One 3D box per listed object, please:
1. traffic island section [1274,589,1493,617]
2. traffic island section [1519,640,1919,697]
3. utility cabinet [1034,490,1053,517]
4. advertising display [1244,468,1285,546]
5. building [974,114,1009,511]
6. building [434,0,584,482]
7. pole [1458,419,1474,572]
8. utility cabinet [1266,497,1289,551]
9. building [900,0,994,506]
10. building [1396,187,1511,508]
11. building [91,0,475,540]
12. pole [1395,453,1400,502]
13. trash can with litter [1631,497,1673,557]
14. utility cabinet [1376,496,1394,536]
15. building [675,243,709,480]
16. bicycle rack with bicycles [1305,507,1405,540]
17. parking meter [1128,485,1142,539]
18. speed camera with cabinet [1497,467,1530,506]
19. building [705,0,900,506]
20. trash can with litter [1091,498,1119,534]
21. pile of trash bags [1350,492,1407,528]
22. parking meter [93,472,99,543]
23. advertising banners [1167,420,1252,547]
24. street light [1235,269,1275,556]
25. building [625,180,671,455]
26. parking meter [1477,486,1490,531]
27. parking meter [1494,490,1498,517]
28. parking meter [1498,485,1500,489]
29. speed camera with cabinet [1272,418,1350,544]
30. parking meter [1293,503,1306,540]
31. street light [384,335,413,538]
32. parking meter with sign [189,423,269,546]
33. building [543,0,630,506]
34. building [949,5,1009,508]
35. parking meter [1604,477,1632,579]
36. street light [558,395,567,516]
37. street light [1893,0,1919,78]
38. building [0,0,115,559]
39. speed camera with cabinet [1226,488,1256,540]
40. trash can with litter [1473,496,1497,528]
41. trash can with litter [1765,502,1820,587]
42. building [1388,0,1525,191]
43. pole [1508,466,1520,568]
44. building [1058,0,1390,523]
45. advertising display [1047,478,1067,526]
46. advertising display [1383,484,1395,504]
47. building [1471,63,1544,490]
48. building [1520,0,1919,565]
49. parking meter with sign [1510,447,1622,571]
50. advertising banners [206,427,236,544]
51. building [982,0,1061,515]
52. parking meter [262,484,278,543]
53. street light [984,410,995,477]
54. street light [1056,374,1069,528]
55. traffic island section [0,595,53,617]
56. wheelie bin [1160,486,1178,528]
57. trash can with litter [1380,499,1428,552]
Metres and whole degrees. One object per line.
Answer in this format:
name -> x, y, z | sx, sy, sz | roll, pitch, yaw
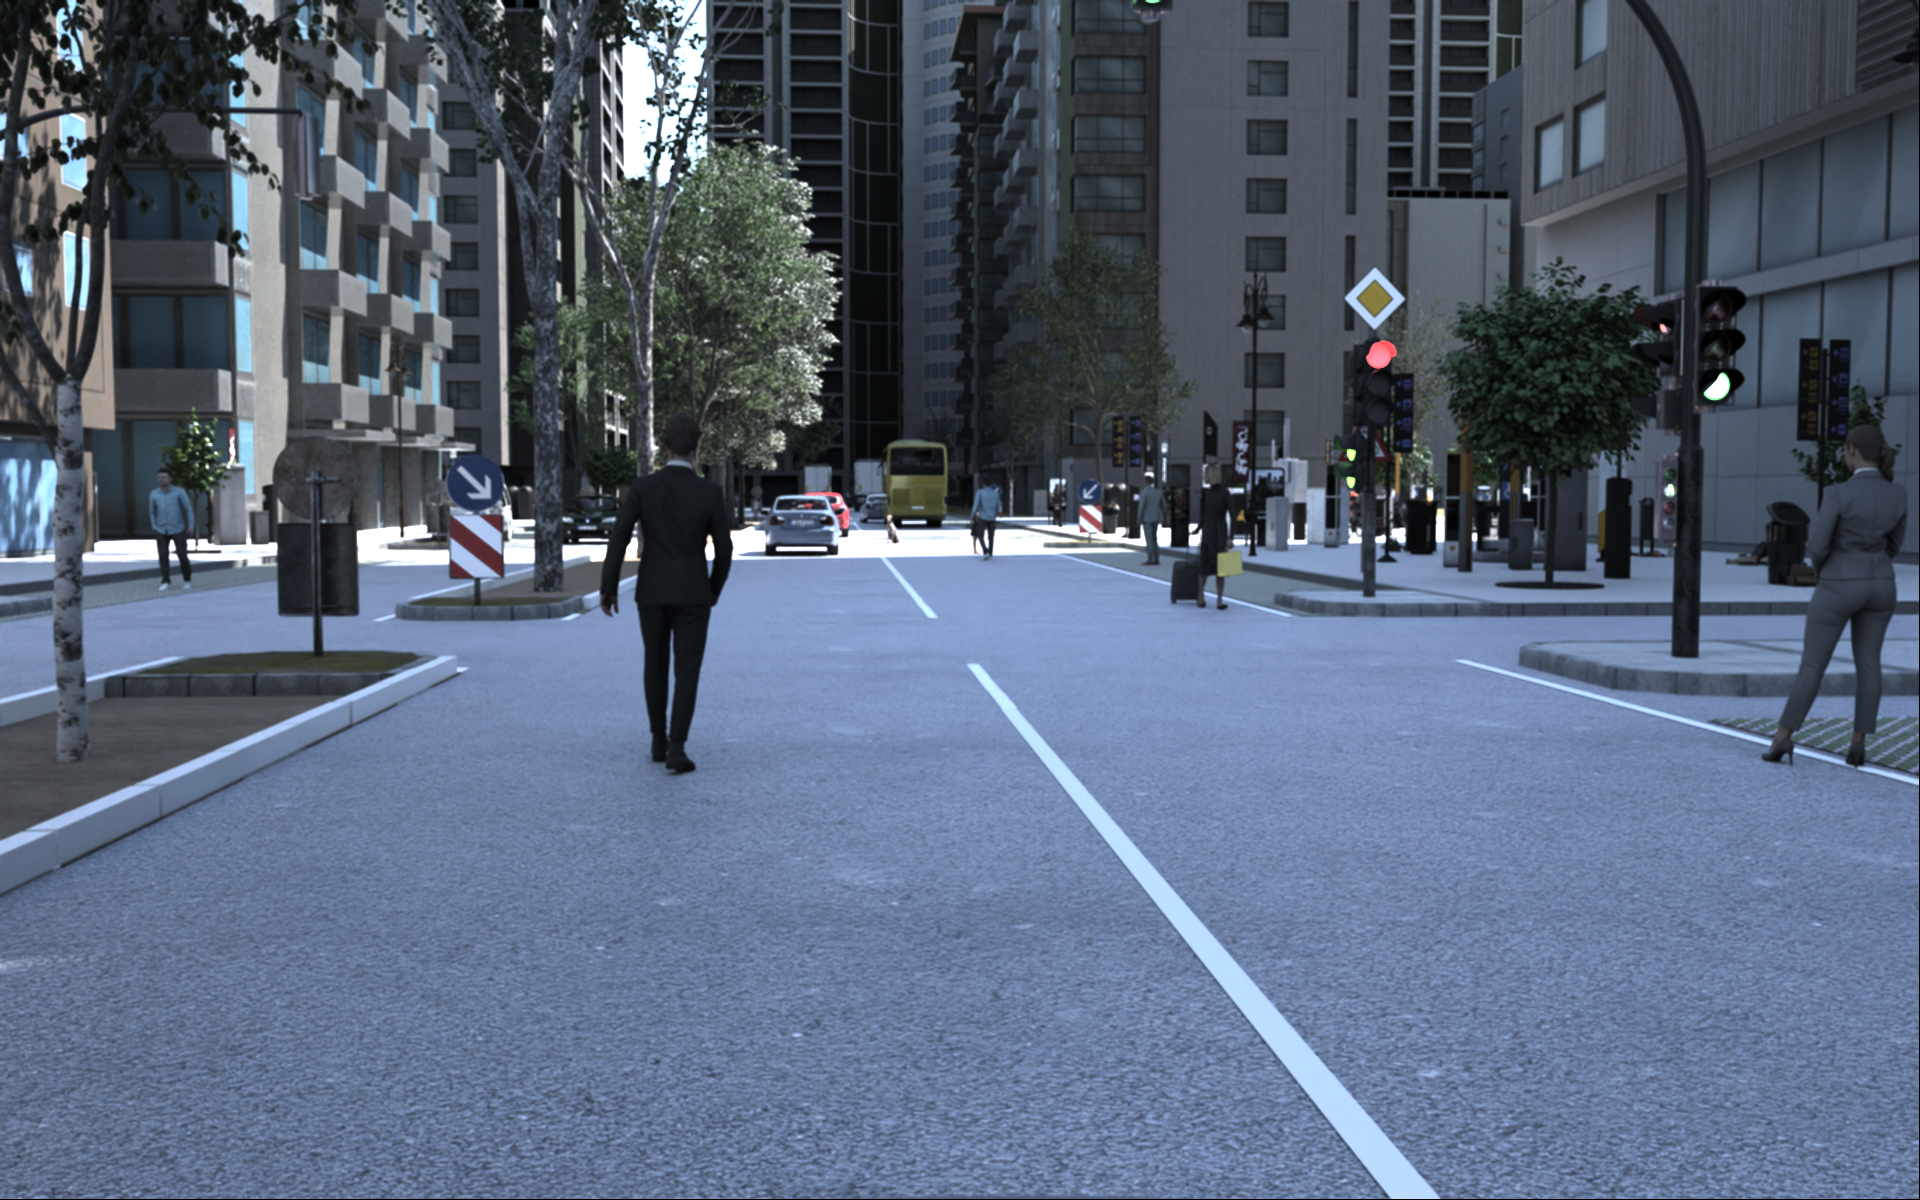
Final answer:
traffic island section -> 5.134, 0.039, 21.646 | 2.009, 0.180, 2.903 | 0, 4, -4
traffic island section -> 5.731, 0.526, 13.683 | 2.009, 0.180, 2.903 | 0, 4, -4
utility cabinet -> 4.693, -5.335, 95.899 | 1.173, 1.500, 0.318 | -1, 4, -16
advertising display -> 7.439, -2.273, 42.376 | 0.974, 1.923, 0.123 | 0, 4, 2
building -> 7.895, -22.245, 135.406 | 14.160, 30.474, 14.107 | 0, 4, -4
building -> -29.922, -20.156, 101.248 | 14.160, 30.474, 14.107 | 0, 4, -4
pole -> 8.326, -2.117, 28.452 | 0.158, 3.312, 0.155 | 0, 3, 0
utility cabinet -> 7.198, -1.726, 39.379 | 0.306, 1.237, 1.020 | 0, 4, -3
building -> 7.518, -39.764, 192.143 | 28.212, 58.520, 21.231 | 0, 4, -4
building -> 43.411, -24.162, 166.757 | 14.107, 30.474, 14.160 | 0, 4, -4
building -> -30.794, -26.898, 59.398 | 23.786, 49.044, 30.456 | 0, 4, -4
pole -> 17.335, -4.575, 68.638 | 0.158, 3.312, 0.155 | 0, 3, 0
trash can with litter -> 14.242, -1.529, 36.055 | 1.678, 1.210, 2.233 | 0, 4, -2
utility cabinet -> 13.086, -2.620, 53.999 | 0.306, 1.237, 1.020 | -1, 4, -23
building -> -34.350, -25.370, 186.507 | 14.107, 30.474, 14.160 | 0, 4, -4
bicycle rack with bicycles -> 11.064, -2.223, 49.735 | 2.925, 0.926, 2.852 | 3, 4, 36
parking meter -> 4.979, -2.502, 49.322 | 0.372, 1.533, 0.369 | 0, 3, 0
speed camera with cabinet -> 17.751, -3.666, 54.278 | 2.038, 3.252, 0.660 | -2, 4, -32
building -> -16.912, -46.008, 190.475 | 20.611, 71.187, 20.563 | 0, 4, -4
trash can with litter -> 4.518, -2.671, 55.052 | 1.055, 1.170, 0.624 | 0, 4, 1
pile of trash bags -> 15.670, -3.445, 66.071 | 1.912, 1.369, 3.447 | -1, 4, -20
parking meter -> -22.681, -2.416, 45.219 | 0.255, 1.863, 0.399 | -1, 4, -15
advertising banners -> 5.992, -2.765, 41.401 | 2.074, 3.025, 0.090 | 1, 4, 14
street light -> 6.068, -3.850, 35.736 | 0.468, 5.910, 1.993 | 0, 4, -4
building -> -34.859, -23.824, 161.229 | 14.107, 30.474, 14.160 | 0, 4, -4
parking meter -> 15.859, -2.694, 52.455 | 0.372, 1.533, 0.369 | 0, 3, 0
parking meter -> 30.647, -5.532, 98.856 | 0.372, 1.533, 0.369 | 0, 3, 0
parking meter -> 30.051, -5.525, 96.044 | 0.399, 1.863, 0.255 | -2, 4, -23
speed camera with cabinet -> 9.107, -3.087, 44.803 | 0.660, 3.252, 2.038 | -3, 5, -40
parking meter -> 9.406, -2.584, 47.958 | 0.255, 1.863, 0.399 | 0, 4, -6
street light -> -16.331, -4.755, 50.533 | 0.468, 5.910, 1.993 | 0, 4, -4
parking meter with sign -> -18.148, -2.862, 43.060 | 1.738, 3.016, 0.543 | -3, 5, -43
building -> -35.533, -42.841, 138.702 | 20.563, 71.187, 20.611 | 0, 4, -4
building -> 10.479, -30.706, 156.670 | 22.147, 44.769, 28.867 | 0, 4, -4
parking meter -> 10.016, -1.098, 26.357 | 0.372, 1.533, 0.369 | 0, 3, 0
street light -> -18.664, -6.629, 81.165 | 0.468, 5.910, 1.993 | 0, 4, -4
street light -> 7.836, -2.482, 13.361 | 0.468, 5.910, 1.993 | 0, 4, -4
building -> -25.055, -23.207, 29.550 | 14.600, 45.320, 14.200 | 0, 4, -4
speed camera with cabinet -> 8.525, -3.343, 48.997 | 2.038, 3.252, 0.660 | 0, 4, 3
trash can with litter -> 20.687, -3.338, 65.629 | 2.233, 1.210, 1.678 | 3, 5, 42
trash can with litter -> 11.790, -0.794, 24.369 | 0.624, 1.170, 1.055 | 0, 4, 0
building -> 52.507, -46.285, 195.005 | 20.611, 71.187, 20.563 | 0, 4, -4
pole -> 9.599, -2.208, 29.942 | 0.158, 3.312, 0.155 | 0, 3, 0
building -> 11.430, -18.987, 82.140 | 14.160, 30.474, 14.107 | 0, 4, -4
advertising display -> 3.901, -3.943, 69.675 | 0.974, 1.923, 0.123 | -3, 5, -41
advertising display -> 24.229, -5.656, 97.688 | 0.974, 1.923, 0.123 | 1, 4, 10
building -> 58.450, -29.592, 167.428 | 14.086, 41.232, 14.154 | 0, 4, -4
building -> 29.301, -27.213, 34.174 | 27.495, 52.752, 28.713 | 0, 4, -4
parking meter with sign -> 10.162, -2.004, 29.031 | 1.738, 3.016, 0.543 | 1, 4, 21
advertising banners -> -19.124, -2.980, 44.905 | 0.090, 3.025, 2.074 | 0, 4, -2
building -> 14.012, -30.176, 112.994 | 23.786, 49.044, 30.456 | 0, 4, -4
parking meter -> -18.076, -2.262, 45.399 | 0.372, 1.533, 0.369 | 0, 3, 0
street light -> 1.638, -7.525, 95.819 | 0.468, 5.910, 1.993 | 0, 4, -4
street light -> 3.833, -5.692, 65.851 | 0.468, 5.910, 1.993 | 0, 4, -4
traffic island section -> -12.110, 0.117, 20.361 | 2.009, 0.180, 2.903 | 0, 4, -4
wheelie bin -> 7.928, -3.502, 65.171 | 0.980, 1.594, 0.693 | 3, 5, 39
trash can with litter -> 9.959, -1.666, 38.627 | 1.055, 1.170, 0.624 | 0, 4, -7
